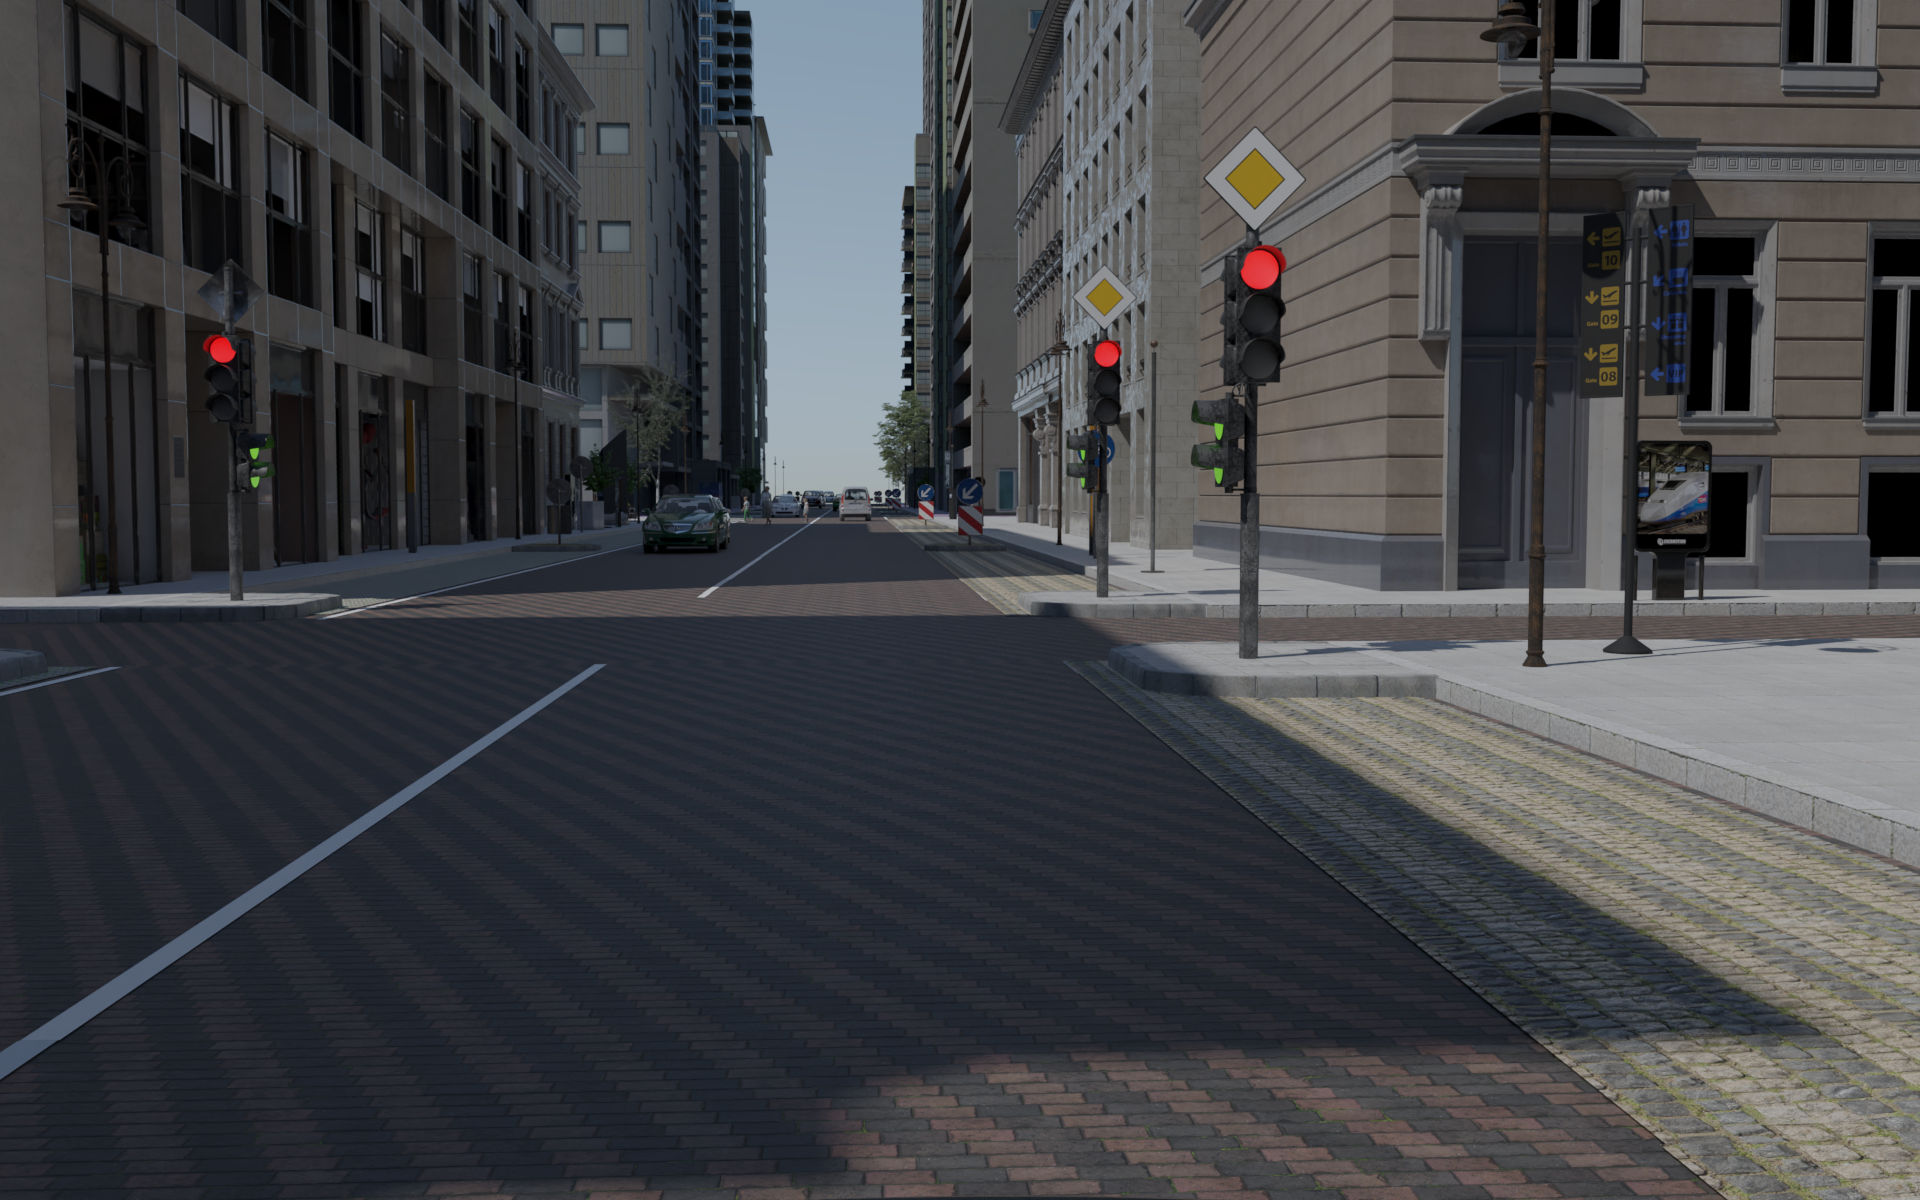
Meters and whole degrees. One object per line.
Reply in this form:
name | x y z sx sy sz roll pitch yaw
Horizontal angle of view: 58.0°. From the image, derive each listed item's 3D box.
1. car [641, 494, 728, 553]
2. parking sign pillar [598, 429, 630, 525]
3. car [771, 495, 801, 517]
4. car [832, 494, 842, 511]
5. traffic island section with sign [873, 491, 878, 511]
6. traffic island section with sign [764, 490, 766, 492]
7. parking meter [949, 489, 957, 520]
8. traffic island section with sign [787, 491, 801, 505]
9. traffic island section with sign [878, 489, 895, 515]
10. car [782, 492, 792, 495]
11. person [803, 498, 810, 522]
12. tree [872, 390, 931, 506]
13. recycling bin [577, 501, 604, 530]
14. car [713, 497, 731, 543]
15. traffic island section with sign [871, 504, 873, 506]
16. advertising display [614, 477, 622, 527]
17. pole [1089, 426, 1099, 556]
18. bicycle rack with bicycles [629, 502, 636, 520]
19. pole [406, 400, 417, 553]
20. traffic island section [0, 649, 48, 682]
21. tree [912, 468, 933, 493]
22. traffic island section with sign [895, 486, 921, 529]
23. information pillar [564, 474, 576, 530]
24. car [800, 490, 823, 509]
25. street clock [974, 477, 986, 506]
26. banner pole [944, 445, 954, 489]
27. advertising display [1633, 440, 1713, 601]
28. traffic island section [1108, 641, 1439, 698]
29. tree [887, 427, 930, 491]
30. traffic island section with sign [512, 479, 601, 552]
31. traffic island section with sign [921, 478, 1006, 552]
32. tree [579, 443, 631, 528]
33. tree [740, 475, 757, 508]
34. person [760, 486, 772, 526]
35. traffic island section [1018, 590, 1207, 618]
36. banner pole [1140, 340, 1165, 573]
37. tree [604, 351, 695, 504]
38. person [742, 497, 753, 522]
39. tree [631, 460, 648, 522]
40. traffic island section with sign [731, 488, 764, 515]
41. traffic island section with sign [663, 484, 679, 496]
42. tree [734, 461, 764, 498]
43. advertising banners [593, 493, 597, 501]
car | -6.887 -1.951 43.690 2.131 1.459 4.920 0 4 -3
parking sign pillar | -14.380 -5.082 71.559 1.447 3.967 1.447 3 4 37
car | -10.922 -5.839 107.823 2.083 1.381 4.827 0 4 -5
car | -9.701 -8.310 144.670 1.959 1.807 4.718 0 4 -2
traffic island section with sign | -6.215 -8.510 147.767 1.989 1.847 2.006 0 4 -3
traffic island section with sign | -16.361 -8.425 146.371 1.989 1.847 2.006 0 4 -3
parking meter | -0.339 -4.828 87.352 0.372 1.533 0.369 0 3 0
traffic island section with sign | -19.697 -11.775 201.149 1.989 1.847 2.006 0 4 -3
traffic island section with sign | -4.526 -6.815 120.058 1.989 1.847 2.006 0 4 -3
car | -18.409 -10.674 184.303 2.009 1.686 4.222 0 4 -4
person | -7.710 -4.522 87.442 0.382 1.210 0.505 -1 4 -22
tree | -5.756 -16.546 188.652 7.486 12.596 7.792 0 3 0
recycling bin | -13.280 -3.039 62.237 0.722 1.027 0.722 1 4 21
car | -7.599 -2.284 49.706 2.083 1.381 4.827 0 4 -5
traffic island section with sign | -9.587 -11.910 203.349 1.989 1.847 2.006 0 4 -3
advertising display | -13.265 -3.793 67.223 0.123 1.923 0.974 -1 4 -22
pole | 2.802 -2.584 36.093 0.158 3.312 0.155 0 3 0
bicycle rack with bicycles | -16.862 -4.310 83.850 2.852 0.926 2.925 -1 4 -18
pole | -11.905 -2.676 37.591 0.158 3.312 0.155 0 3 0
traffic island section | -8.247 0.574 12.900 2.009 0.180 2.903 0 4 -3
tree | -2.487 -8.133 127.569 1.663 3.219 1.824 0 3 0
traffic island section with sign | -1.529 -3.799 70.736 1.989 1.847 2.006 0 4 -3
information pillar | -14.031 -3.532 62.247 0.304 2.012 0.304 1 4 16
car | -14.548 -9.858 169.852 2.281 1.827 5.304 0 4 -4
street clock | 0.800 -4.098 71.566 0.471 2.002 0.358 2 4 26
banner pole | -0.534 -6.012 88.305 0.401 3.779 0.863 3 5 39
advertising display | 8.543 -0.956 20.840 0.974 1.923 0.123 0 4 -7
traffic island section | 2.275 0.535 13.533 2.009 0.180 2.903 0 4 -3
tree | -5.247 -14.164 181.937 4.360 8.622 3.978 0 3 0
traffic island section with sign | -10.109 -2.139 43.604 1.989 1.847 2.006 0 4 -3
traffic island section with sign | 0.101 -2.153 43.830 1.989 1.847 2.006 0 4 -3
tree | -13.790 -4.329 65.389 1.663 3.219 1.824 0 3 0
tree | -19.225 -10.116 159.999 1.663 3.219 1.824 0 3 0
person | -8.651 -4.224 77.794 0.478 1.798 0.641 2 4 32
traffic island section | 1.791 0.048 21.503 2.009 0.180 2.903 0 4 -3
banner pole | 3.165 -2.351 28.451 0.401 3.779 0.863 0 4 3
tree | -15.600 -8.413 87.916 4.360 8.622 3.978 0 3 0
person | -10.744 -4.575 87.548 0.590 1.304 0.306 1 4 14
tree | -15.391 -5.279 80.917 1.663 3.219 1.824 0 3 0
traffic island section with sign | -14.704 -6.752 119.029 1.989 1.847 2.006 0 4 -3
traffic island section with sign | -11.764 -3.793 70.639 1.989 1.847 2.006 0 4 -3
tree | -21.060 -11.525 172.153 4.285 4.588 4.351 0 3 0
advertising banners | -19.442 -5.858 91.968 0.090 3.025 2.074 0 4 -4
